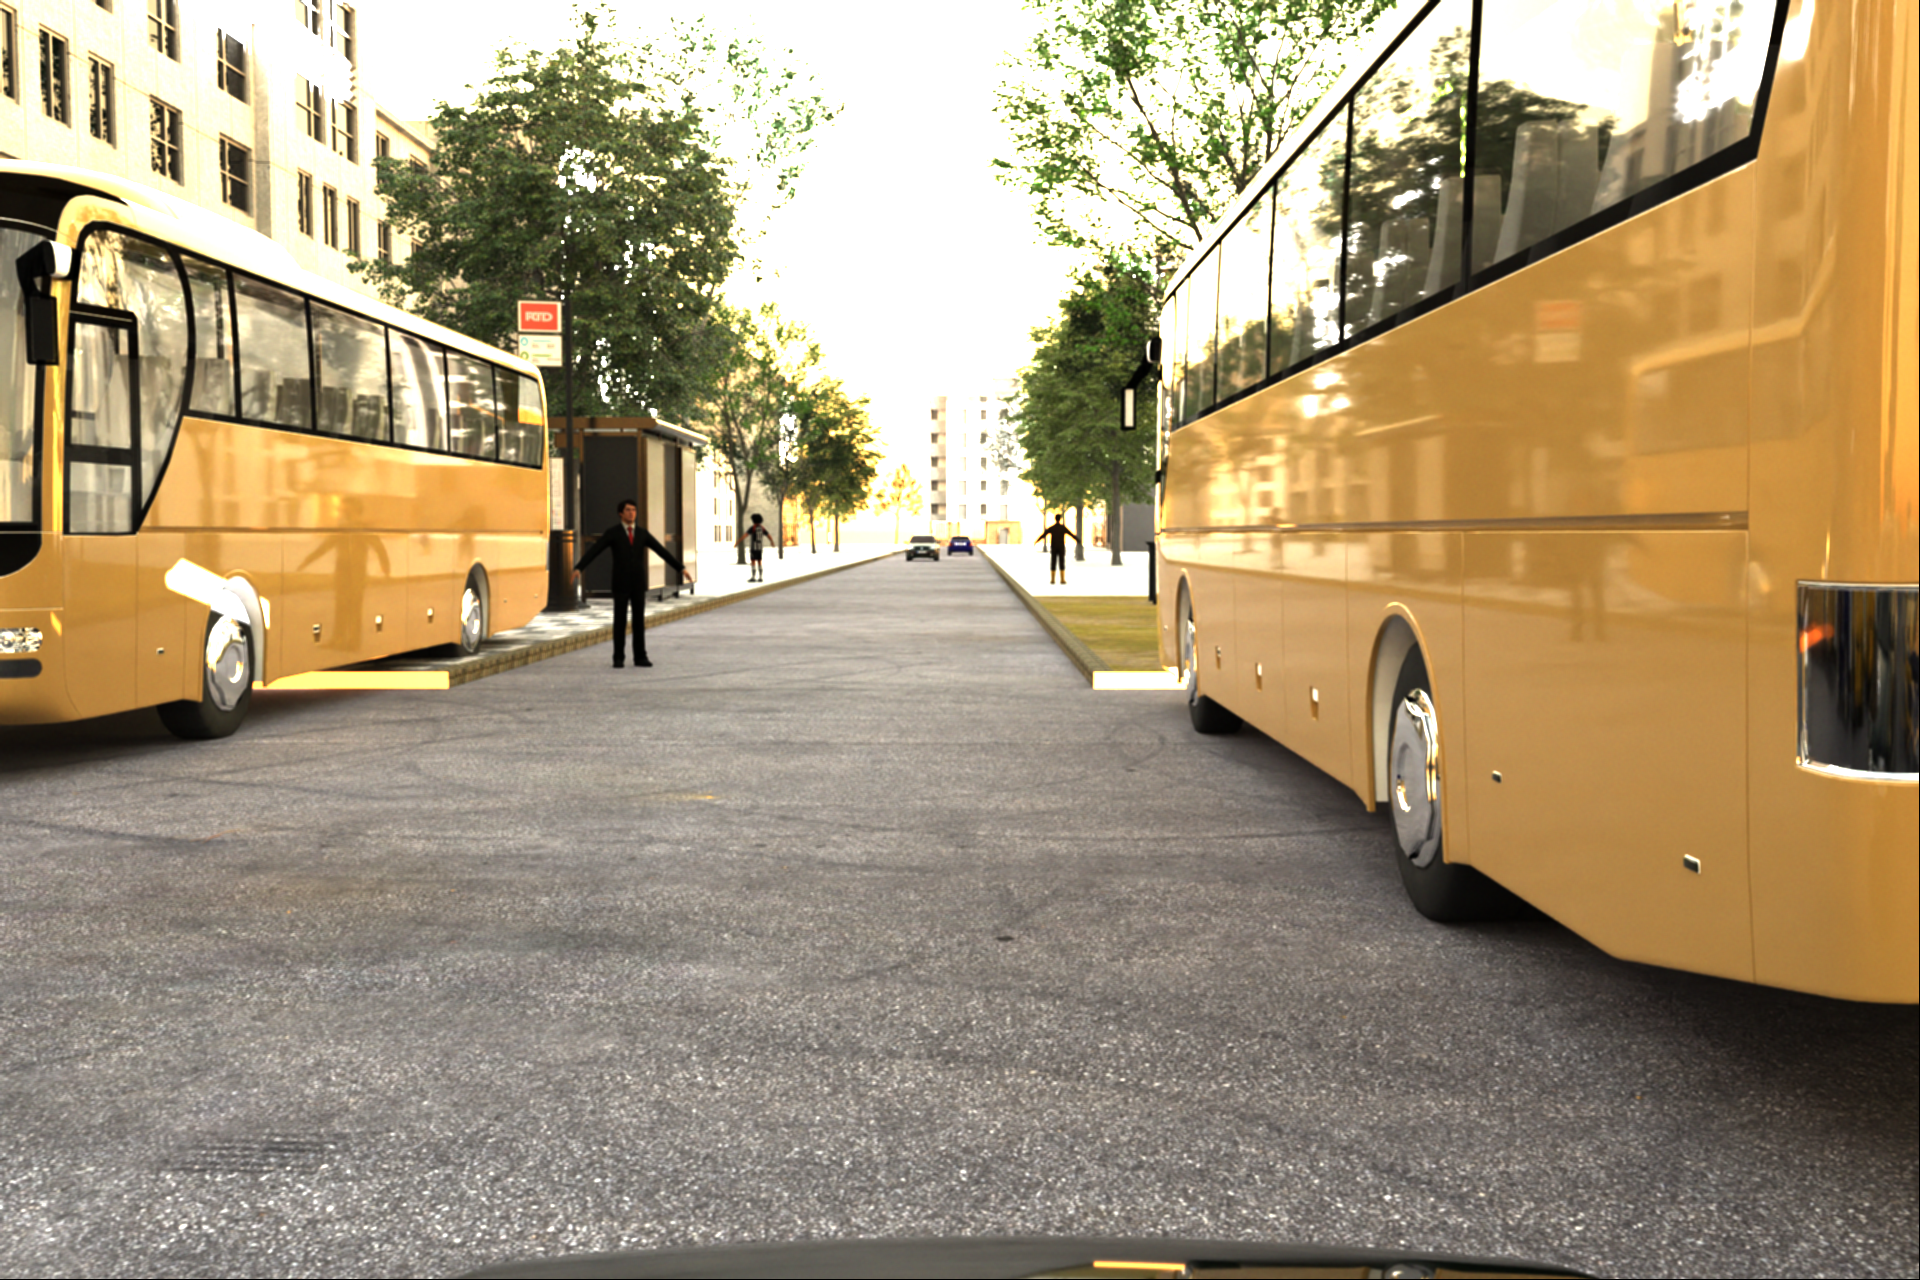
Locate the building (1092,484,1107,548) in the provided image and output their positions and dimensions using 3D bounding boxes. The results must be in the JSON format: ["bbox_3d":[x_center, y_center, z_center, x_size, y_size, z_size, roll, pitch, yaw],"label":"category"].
[{"bbox_3d":[22.950,-20.762,170.394,19.493,23.208,18.063,0,4,0],"label":"building"}]

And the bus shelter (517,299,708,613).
[{"bbox_3d":[-6.473,-3.351,32.416,2.179,5.291,8.768,0,4,0],"label":"bus shelter"}]

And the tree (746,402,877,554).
[{"bbox_3d":[-9.577,-10.887,112.410,8.767,10.594,7.601,-1,4,-21],"label":"tree"}]

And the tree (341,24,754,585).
[{"bbox_3d":[-9.883,-8.338,42.975,9.857,13.997,8.962,0,3,0],"label":"tree"}]

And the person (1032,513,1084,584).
[{"bbox_3d":[2.516,-2.346,44.499,1.346,1.812,0.704,1,4,9],"label":"person"}]

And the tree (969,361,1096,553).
[{"bbox_3d":[5.712,-12.697,117.968,12.009,13.543,11.850,0,3,0],"label":"tree"}]

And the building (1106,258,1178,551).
[{"bbox_3d":[25.949,-18.350,144.000,27.936,21.610,32.646,0,3,0],"label":"building"}]

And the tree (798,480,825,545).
[{"bbox_3d":[-17.501,-15.688,206.863,4.360,8.622,3.978,0,3,0],"label":"tree"}]

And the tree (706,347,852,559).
[{"bbox_3d":[-9.237,-9.332,86.996,8.767,10.594,7.601,2,4,27],"label":"tree"}]

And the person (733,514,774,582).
[{"bbox_3d":[-5.465,-2.458,46.324,1.345,1.843,0.704,-3,5,-44],"label":"person"}]

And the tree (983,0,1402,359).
[{"bbox_3d":[4.002,-6.149,26.294,9.928,11.665,9.643,0,3,0],"label":"tree"}]

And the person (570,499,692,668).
[{"bbox_3d":[-3.562,-0.614,18.682,1.347,1.806,0.705,-2,4,-28],"label":"person"}]

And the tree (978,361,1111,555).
[{"bbox_3d":[6.354,-11.848,104.085,12.009,13.543,11.850,0,3,0],"label":"tree"}]

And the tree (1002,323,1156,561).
[{"bbox_3d":[5.839,-10.019,81.941,7.486,12.596,7.792,0,3,0],"label":"tree"}]

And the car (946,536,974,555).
[{"bbox_3d":[0.014,-6.406,117.313,1.945,1.354,3.894,0,4,-1],"label":"car"}]

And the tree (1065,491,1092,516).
[{"bbox_3d":[16.916,-18.436,211.803,12.009,13.543,11.850,0,3,0],"label":"tree"}]

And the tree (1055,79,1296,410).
[{"bbox_3d":[5.925,-6.252,36.630,8.767,10.594,7.601,1,4,16],"label":"tree"}]

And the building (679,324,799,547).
[{"bbox_3d":[-26.704,-21.203,177.600,19.493,23.208,18.063,0,4,0],"label":"building"}]

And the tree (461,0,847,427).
[{"bbox_3d":[-10.698,-12.540,60.912,12.611,20.169,13.585,0,3,0],"label":"tree"}]

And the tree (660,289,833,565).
[{"bbox_3d":[-9.119,-8.981,72.598,9.928,11.665,9.643,0,3,0],"label":"tree"}]

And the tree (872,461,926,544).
[{"bbox_3d":[-7.571,-17.101,214.008,7.601,10.594,8.767,0,4,8],"label":"tree"}]

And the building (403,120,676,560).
[{"bbox_3d":[-25.642,-13.673,90.011,16.747,18.905,31.486,0,3,0],"label":"building"}]

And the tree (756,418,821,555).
[{"bbox_3d":[-9.464,-9.384,103.783,4.360,8.622,3.978,0,3,0],"label":"tree"}]

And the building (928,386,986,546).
[{"bbox_3d":[-3.573,-21.609,212.184,11.380,20.090,16.016,0,4,-5],"label":"building"}]

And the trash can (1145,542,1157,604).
[{"bbox_3d":[3.759,-1.224,31.671,0.748,1.137,0.748,0,3,0],"label":"trash can"}]

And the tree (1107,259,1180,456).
[{"bbox_3d":[5.909,-5.755,44.449,4.737,8.622,4.395,0,3,0],"label":"tree"}]

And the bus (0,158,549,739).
[{"bbox_3d":[-6.327,-1.455,15.338,2.896,3.916,12.252,0,3,0],"label":"bus"}]

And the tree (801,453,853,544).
[{"bbox_3d":[-15.790,-18.056,213.348,7.486,12.596,7.792,0,3,0],"label":"tree"}]

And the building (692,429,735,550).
[{"bbox_3d":[-24.300,-12.896,152.998,9.099,9.664,28.070,0,4,1],"label":"building"}]

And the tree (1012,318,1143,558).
[{"bbox_3d":[6.433,-10.602,91.473,7.486,12.596,7.792,0,3,0],"label":"tree"}]

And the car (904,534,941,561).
[{"bbox_3d":[-1.997,-5.116,93.430,2.009,1.686,4.222,0,4,1],"label":"car"}]

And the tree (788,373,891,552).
[{"bbox_3d":[-8.772,-12.509,122.646,7.486,12.596,7.792,0,3,0],"label":"tree"}]

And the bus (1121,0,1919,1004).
[{"bbox_3d":[2.876,-1.081,9.228,2.896,3.916,12.252,0,4,0],"label":"bus"}]

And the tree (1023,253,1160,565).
[{"bbox_3d":[6.255,-9.297,70.137,7.486,12.596,7.792,0,3,0],"label":"tree"}]

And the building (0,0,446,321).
[{"bbox_3d":[-27.009,-11.053,47.172,16.747,18.905,31.486,0,4,0],"label":"building"}]
